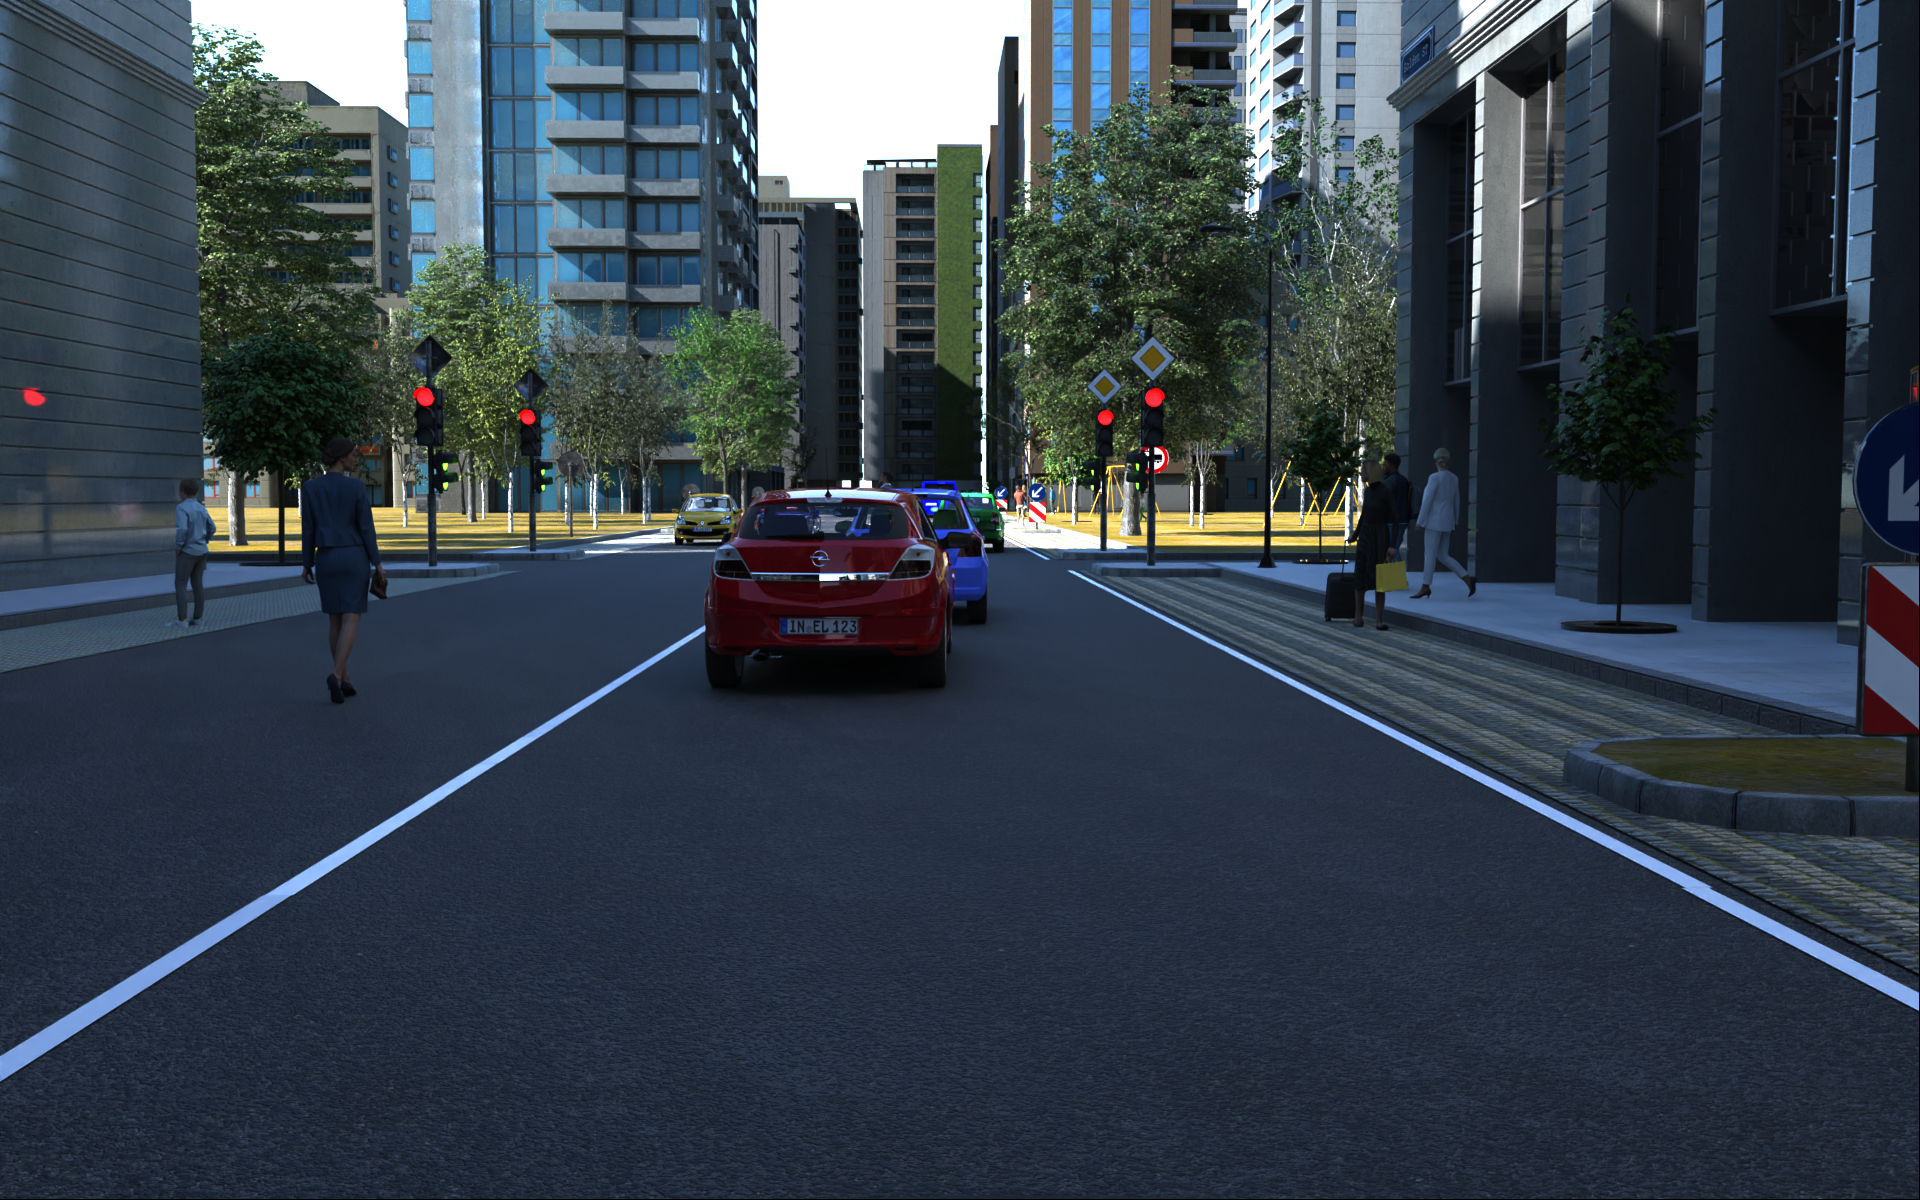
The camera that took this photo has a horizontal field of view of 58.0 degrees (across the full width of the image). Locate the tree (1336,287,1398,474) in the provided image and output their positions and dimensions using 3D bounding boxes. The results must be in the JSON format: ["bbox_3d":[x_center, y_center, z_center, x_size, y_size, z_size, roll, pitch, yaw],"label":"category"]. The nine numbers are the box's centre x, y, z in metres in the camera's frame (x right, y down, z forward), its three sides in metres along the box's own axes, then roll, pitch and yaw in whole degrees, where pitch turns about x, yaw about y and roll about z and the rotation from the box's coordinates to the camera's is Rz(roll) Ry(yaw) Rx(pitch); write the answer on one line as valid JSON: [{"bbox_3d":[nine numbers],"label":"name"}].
[{"bbox_3d":[27.862,-12.318,108.056,9.857,13.997,8.962,0,3,0],"label":"tree"}]

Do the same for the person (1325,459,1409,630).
[{"bbox_3d":[4.375,-0.607,18.646,0.699,1.804,1.509,0,4,5],"label":"person"}]

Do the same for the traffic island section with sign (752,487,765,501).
[{"bbox_3d":[-10.491,-5.004,90.444,1.989,1.847,2.006,0,4,-1],"label":"traffic island section with sign"}]

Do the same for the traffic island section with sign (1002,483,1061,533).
[{"bbox_3d":[2.679,-3.366,63.660,1.989,1.847,2.006,0,4,-1],"label":"traffic island section with sign"}]

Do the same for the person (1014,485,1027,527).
[{"bbox_3d":[2.703,-4.129,75.987,0.580,1.828,0.573,-2,4,-27],"label":"person"}]

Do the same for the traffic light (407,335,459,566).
[{"bbox_3d":[-9.349,-2.552,30.651,0.839,4.253,0.868,0,4,-1],"label":"traffic light"}]

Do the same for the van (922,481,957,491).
[{"bbox_3d":[-0.998,-4.959,85.461,2.240,2.365,5.245,0,4,0],"label":"van"}]

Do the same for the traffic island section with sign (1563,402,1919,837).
[{"bbox_3d":[4.000,0.030,8.143,1.989,1.847,2.006,0,4,-1],"label":"traffic island section with sign"}]

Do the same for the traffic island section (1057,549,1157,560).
[{"bbox_3d":[3.258,-1.027,39.068,2.009,0.180,2.903,0,4,-1],"label":"traffic island section"}]

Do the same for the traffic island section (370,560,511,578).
[{"bbox_3d":[-9.389,-0.520,30.785,2.009,0.180,2.903,0,4,-1],"label":"traffic island section"}]

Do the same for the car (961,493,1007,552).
[{"bbox_3d":[0.214,-2.147,43.908,1.959,1.807,4.718,0,4,1],"label":"car"}]

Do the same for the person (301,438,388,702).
[{"bbox_3d":[-4.331,-0.215,12.034,0.581,1.822,0.654,1,4,11],"label":"person"}]

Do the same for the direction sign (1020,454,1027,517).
[{"bbox_3d":[3.612,-6.487,98.057,0.379,3.537,0.876,-1,4,-9],"label":"direction sign"}]

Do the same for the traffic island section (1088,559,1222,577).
[{"bbox_3d":[3.449,-0.538,31.085,2.009,0.180,2.903,0,4,-1],"label":"traffic island section"}]

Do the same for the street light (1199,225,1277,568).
[{"bbox_3d":[4.823,-3.517,30.050,1.470,5.913,1.316,0,4,-1],"label":"street light"}]

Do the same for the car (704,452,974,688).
[{"bbox_3d":[-0.965,-0.322,14.306,2.155,1.783,4.494,0,4,1],"label":"car"}]

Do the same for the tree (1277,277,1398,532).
[{"bbox_3d":[13.109,-6.628,58.729,4.737,8.622,4.395,0,3,0],"label":"tree"}]

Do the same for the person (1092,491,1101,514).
[{"bbox_3d":[8.624,-6.318,109.119,0.659,1.850,0.755,0,4,-5],"label":"person"}]

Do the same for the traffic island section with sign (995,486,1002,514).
[{"bbox_3d":[2.023,-5.044,91.098,1.989,1.847,2.006,0,4,-1],"label":"traffic island section with sign"}]

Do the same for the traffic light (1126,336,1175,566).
[{"bbox_3d":[3.409,-2.572,30.970,0.839,4.253,0.868,0,4,-1],"label":"traffic light"}]

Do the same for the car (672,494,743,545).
[{"bbox_3d":[-7.199,-2.419,49.782,2.015,1.641,3.980,0,4,-2],"label":"car"}]

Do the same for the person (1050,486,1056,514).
[{"bbox_3d":[5.911,-6.355,110.286,0.444,1.785,0.601,3,5,43],"label":"person"}]

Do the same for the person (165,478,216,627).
[{"bbox_3d":[-8.309,-0.513,18.706,0.330,1.601,0.589,2,4,24],"label":"person"}]

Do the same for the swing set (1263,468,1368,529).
[{"bbox_3d":[13.529,-4.203,66.335,2.862,2.851,3.119,-1,4,-21],"label":"swing set"}]

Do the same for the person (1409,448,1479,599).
[{"bbox_3d":[5.913,-0.930,21.120,0.818,1.842,0.514,2,4,30],"label":"person"}]

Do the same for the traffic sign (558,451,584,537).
[{"bbox_3d":[-11.555,-3.139,51.435,0.768,2.556,0.104,0,4,2],"label":"traffic sign"}]

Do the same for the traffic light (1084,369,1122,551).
[{"bbox_3d":[3.218,-3.060,38.953,0.839,4.253,0.868,0,4,-1],"label":"traffic light"}]

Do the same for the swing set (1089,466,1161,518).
[{"bbox_3d":[9.209,-5.997,95.676,2.862,2.851,3.119,-2,4,-32],"label":"swing set"}]

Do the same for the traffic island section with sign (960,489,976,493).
[{"bbox_3d":[0.818,-8.111,141.240,1.989,1.847,2.006,0,4,-1],"label":"traffic island section with sign"}]

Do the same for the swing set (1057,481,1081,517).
[{"bbox_3d":[7.380,-6.249,99.792,3.119,2.851,2.862,1,4,14],"label":"swing set"}]

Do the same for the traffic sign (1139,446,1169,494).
[{"bbox_3d":[4.835,-2.644,43.328,0.768,2.556,0.104,1,4,8],"label":"traffic sign"}]

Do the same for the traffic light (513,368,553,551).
[{"bbox_3d":[-9.539,-3.041,38.634,0.839,4.253,0.868,0,4,-1],"label":"traffic light"}]

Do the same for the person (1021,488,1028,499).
[{"bbox_3d":[4.323,-6.751,117.132,0.721,1.735,1.217,-1,4,-21],"label":"person"}]

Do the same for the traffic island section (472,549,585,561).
[{"bbox_3d":[-9.579,-1.008,38.768,2.009,0.180,2.903,0,4,-1],"label":"traffic island section"}]

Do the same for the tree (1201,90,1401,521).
[{"bbox_3d":[17.918,-13.858,82.470,12.611,20.169,13.585,0,3,0],"label":"tree"}]

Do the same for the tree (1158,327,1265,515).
[{"bbox_3d":[14.845,-11.031,106.116,9.928,11.665,9.643,0,3,0],"label":"tree"}]

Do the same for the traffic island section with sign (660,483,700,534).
[{"bbox_3d":[-9.841,-3.348,63.372,1.989,1.847,2.006,0,4,-1],"label":"traffic island section with sign"}]

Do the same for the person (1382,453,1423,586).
[{"bbox_3d":[5.776,-1.052,23.221,0.794,1.824,0.713,-2,4,-26],"label":"person"}]

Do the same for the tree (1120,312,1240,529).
[{"bbox_3d":[9.030,-7.250,68.895,4.360,8.622,3.978,0,3,0],"label":"tree"}]

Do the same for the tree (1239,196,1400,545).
[{"bbox_3d":[9.685,-5.694,43.453,4.360,8.622,3.978,0,3,0],"label":"tree"}]

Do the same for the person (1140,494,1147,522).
[{"bbox_3d":[8.508,-4.303,80.642,0.590,1.304,0.306,-3,4,-36],"label":"person"}]

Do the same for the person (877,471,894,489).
[{"bbox_3d":[-1.243,-1.149,27.462,0.473,1.802,0.592,2,4,35],"label":"person"}]

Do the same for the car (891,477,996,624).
[{"bbox_3d":[-0.533,-0.664,20.446,1.945,1.707,3.694,0,4,0],"label":"car"}]
